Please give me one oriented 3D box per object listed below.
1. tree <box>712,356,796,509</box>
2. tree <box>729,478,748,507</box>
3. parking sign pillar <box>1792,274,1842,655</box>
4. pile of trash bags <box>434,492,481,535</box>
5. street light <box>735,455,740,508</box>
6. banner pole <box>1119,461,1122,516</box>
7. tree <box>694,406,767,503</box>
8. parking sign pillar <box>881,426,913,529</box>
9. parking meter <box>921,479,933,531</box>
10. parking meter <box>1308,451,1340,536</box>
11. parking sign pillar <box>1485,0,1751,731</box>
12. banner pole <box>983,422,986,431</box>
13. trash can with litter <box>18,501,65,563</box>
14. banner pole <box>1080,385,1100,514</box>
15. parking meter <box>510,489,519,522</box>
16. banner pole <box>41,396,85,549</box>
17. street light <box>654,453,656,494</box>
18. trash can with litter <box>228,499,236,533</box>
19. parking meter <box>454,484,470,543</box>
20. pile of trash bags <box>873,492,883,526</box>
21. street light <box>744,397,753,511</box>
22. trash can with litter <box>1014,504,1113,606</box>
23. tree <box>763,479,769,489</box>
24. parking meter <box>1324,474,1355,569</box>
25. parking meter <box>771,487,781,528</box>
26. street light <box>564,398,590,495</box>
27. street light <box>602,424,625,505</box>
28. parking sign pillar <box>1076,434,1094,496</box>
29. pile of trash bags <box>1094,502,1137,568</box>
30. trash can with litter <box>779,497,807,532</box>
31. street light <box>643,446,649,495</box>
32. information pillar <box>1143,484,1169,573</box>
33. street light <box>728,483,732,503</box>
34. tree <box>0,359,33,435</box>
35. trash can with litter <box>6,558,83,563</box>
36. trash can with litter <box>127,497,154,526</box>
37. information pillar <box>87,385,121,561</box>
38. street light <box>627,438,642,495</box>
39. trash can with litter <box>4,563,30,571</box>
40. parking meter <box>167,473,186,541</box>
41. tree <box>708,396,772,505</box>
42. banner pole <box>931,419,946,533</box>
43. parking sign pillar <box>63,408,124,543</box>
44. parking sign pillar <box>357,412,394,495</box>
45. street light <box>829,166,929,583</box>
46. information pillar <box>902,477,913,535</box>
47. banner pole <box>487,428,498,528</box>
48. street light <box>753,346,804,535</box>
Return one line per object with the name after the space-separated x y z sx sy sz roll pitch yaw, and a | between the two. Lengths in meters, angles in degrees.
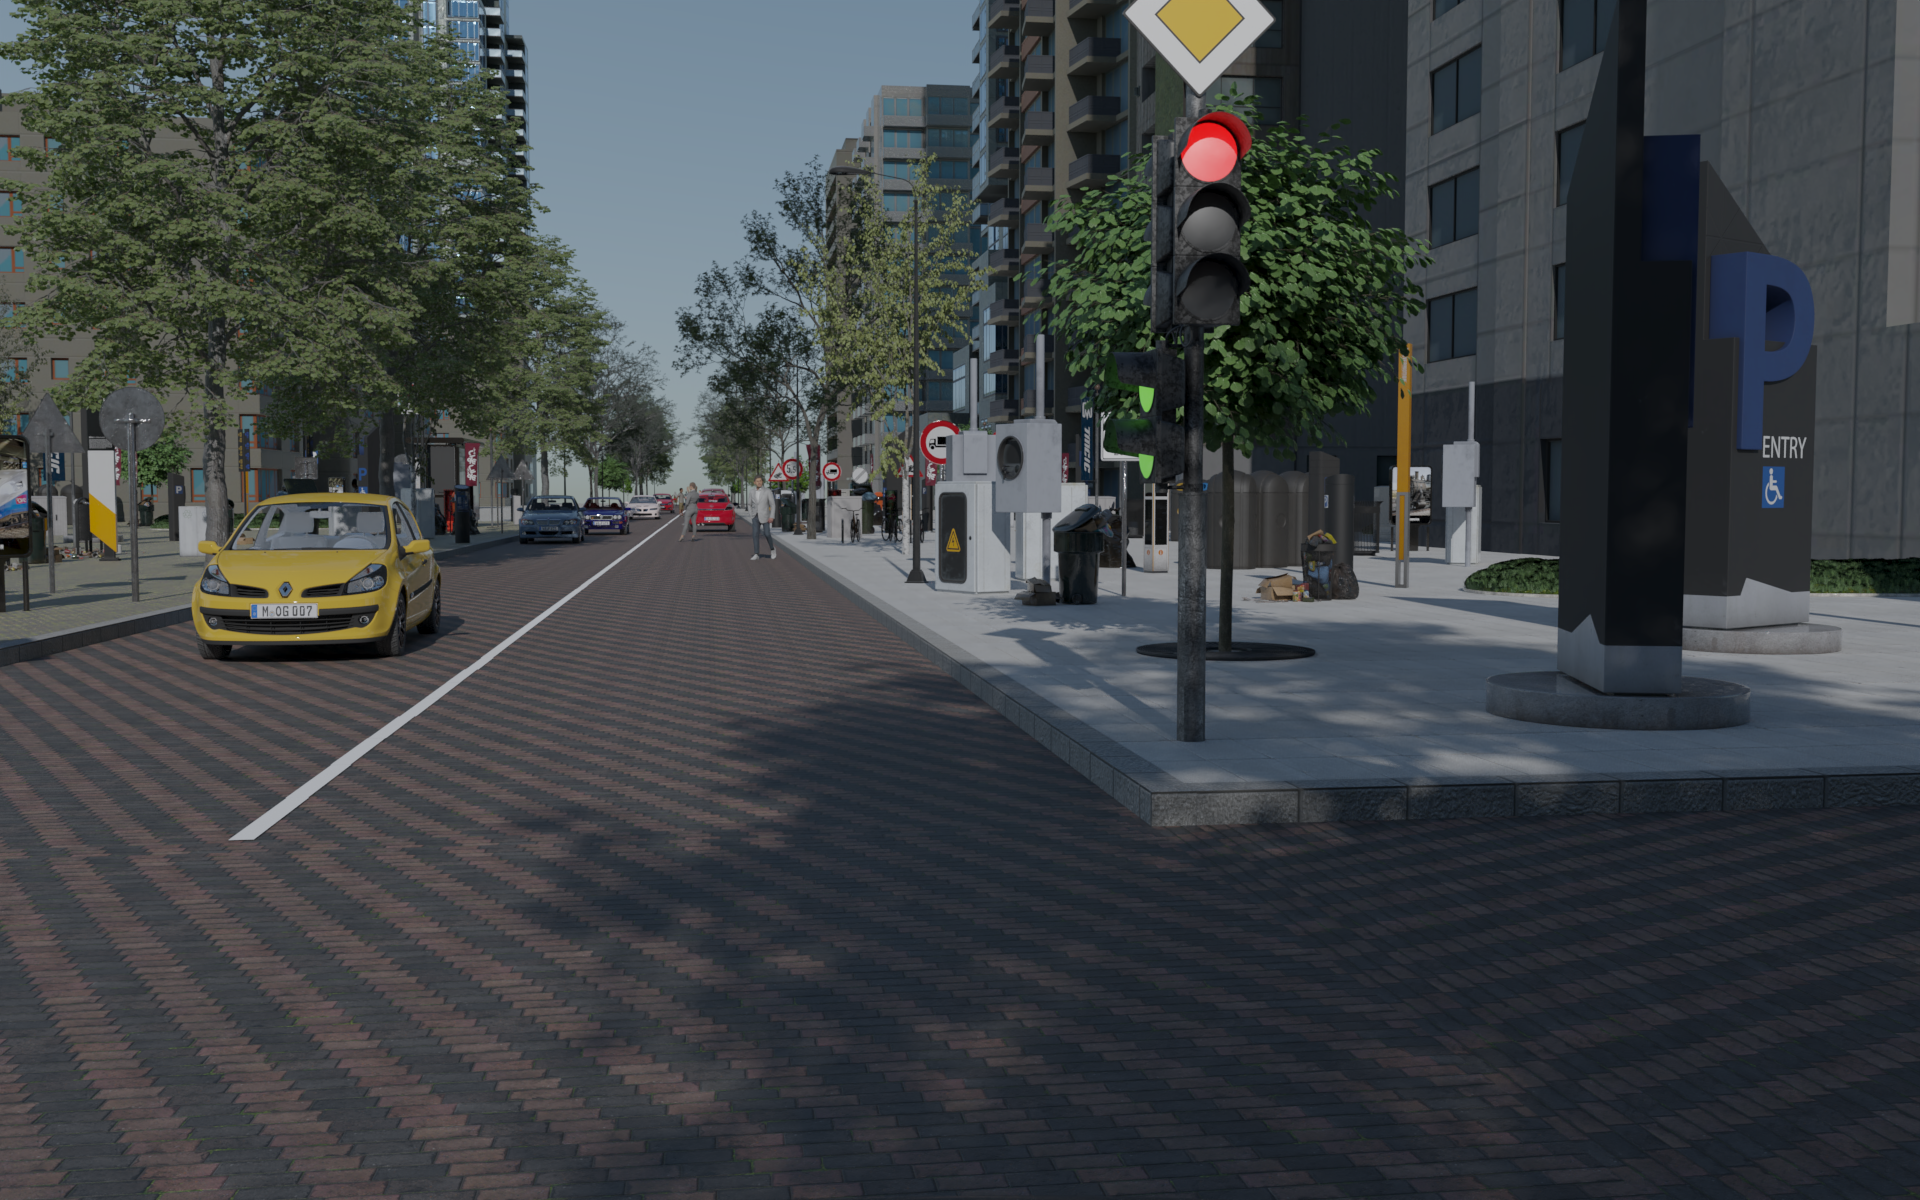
-18.946 -14.635 149.644 12.009 13.543 11.850 0 3 0 | tree
-22.604 -11.212 177.919 1.663 3.219 1.824 0 3 0 | tree
6.592 -1.587 14.421 1.447 3.967 1.447 -3 4 -36 | parking sign pillar
-16.283 -2.793 55.420 1.912 1.369 3.447 0 4 -8 | pile of trash bags
-12.086 -7.732 98.951 1.470 5.913 1.316 -1 4 -8 | street light
4.915 -3.805 52.227 0.401 3.779 0.863 1 4 23 | banner pole
-30.493 -19.898 231.993 9.857 13.997 8.962 0 3 0 | tree
-2.169 -4.601 63.700 1.447 3.967 1.447 -2 4 -24 | parking sign pillar
-1.138 -3.336 60.263 0.255 1.863 0.399 -2 4 -35 | parking meter
5.010 -1.109 23.836 0.399 1.863 0.255 -2 4 -33 | parking meter
3.818 -1.316 9.983 1.447 3.967 1.447 1 4 8 | parking sign pillar
0.834 -4.311 60.507 0.401 3.779 0.863 0 4 -4 | banner pole
-17.121 -1.267 32.095 0.624 1.170 1.055 0 4 2 | trash can with litter
2.985 -3.022 39.434 0.401 3.779 0.863 3 5 39 | banner pole
-20.615 -4.391 80.197 0.372 1.533 0.369 0 3 0 | parking meter
-20.957 -3.082 40.411 0.863 3.779 0.401 -3 5 -39 | banner pole
-34.652 -13.600 194.908 1.470 5.913 1.316 -1 4 -8 | street light
-20.768 -2.290 48.830 0.624 1.170 1.055 -1 4 -19 | trash can with litter
-13.033 -2.258 45.337 0.372 1.533 0.369 0 3 0 | parking meter
-3.258 -3.802 71.920 1.912 1.369 3.447 -1 4 -9 | pile of trash bags
-9.667 -6.773 83.272 1.470 5.913 1.316 -1 4 -8 | street light
1.199 -0.530 20.053 1.055 1.170 0.624 -2 4 -29 | trash can with litter
-10.249 -6.261 96.973 1.663 3.219 1.824 0 3 0 | tree
4.846 -0.840 22.149 0.372 1.533 0.369 0 3 0 | parking meter
-6.990 -3.518 65.936 0.372 1.533 0.369 0 3 0 | parking meter
-18.542 -6.795 83.638 1.470 5.913 1.316 -1 4 -8 | street light
-22.920 -8.632 113.668 1.470 5.913 1.316 -1 4 -8 | street light
5.664 -5.511 78.581 1.447 3.967 1.447 2 4 24 | parking sign pillar
2.002 -1.322 31.374 1.912 1.369 3.447 0 4 -6 | pile of trash bags
-5.600 -2.887 58.584 1.055 1.170 0.624 2 4 35 | trash can with litter
-30.421 -11.807 165.578 1.470 5.913 1.316 -1 4 -8 | street light
3.188 -1.445 28.124 0.304 2.012 0.304 -2 4 -25 | information pillar
-16.459 -9.577 129.132 1.470 5.913 1.316 -1 4 -8 | street light
-42.813 -7.620 74.957 4.737 8.622 4.395 0 3 0 | tree
-17.834 -1.442 34.639 1.678 1.210 2.233 0 4 1 | trash can with litter
-32.492 -3.500 68.618 1.055 1.170 0.624 0 4 6 | trash can with litter
-16.384 -2.553 33.102 0.504 3.616 0.183 0 4 -6 | information pillar
-27.311 -10.449 143.390 1.470 5.913 1.316 -1 4 -8 | street light
-16.350 -1.082 28.747 1.678 1.210 2.233 1 4 9 | trash can with litter
-21.449 -2.553 47.449 0.255 1.863 0.399 2 4 34 | parking meter
-25.564 -17.203 199.398 7.486 12.596 7.792 0 3 0 | tree
-0.650 -4.155 57.952 0.401 3.779 0.863 3 4 38 | banner pole
-23.115 -3.524 46.082 1.447 3.967 1.447 -2 4 -26 | parking sign pillar
-18.921 -4.139 56.146 1.447 3.967 1.447 1 4 21 | parking sign pillar
-1.164 -3.194 24.766 1.470 5.913 1.316 -1 4 -8 | street light
-1.622 -3.055 54.433 0.304 2.012 0.304 1 4 18 | information pillar
-17.746 -4.629 65.702 0.401 3.779 0.863 0 4 -8 | banner pole
-5.604 -4.982 53.992 1.470 5.913 1.316 -1 4 -8 | street light
